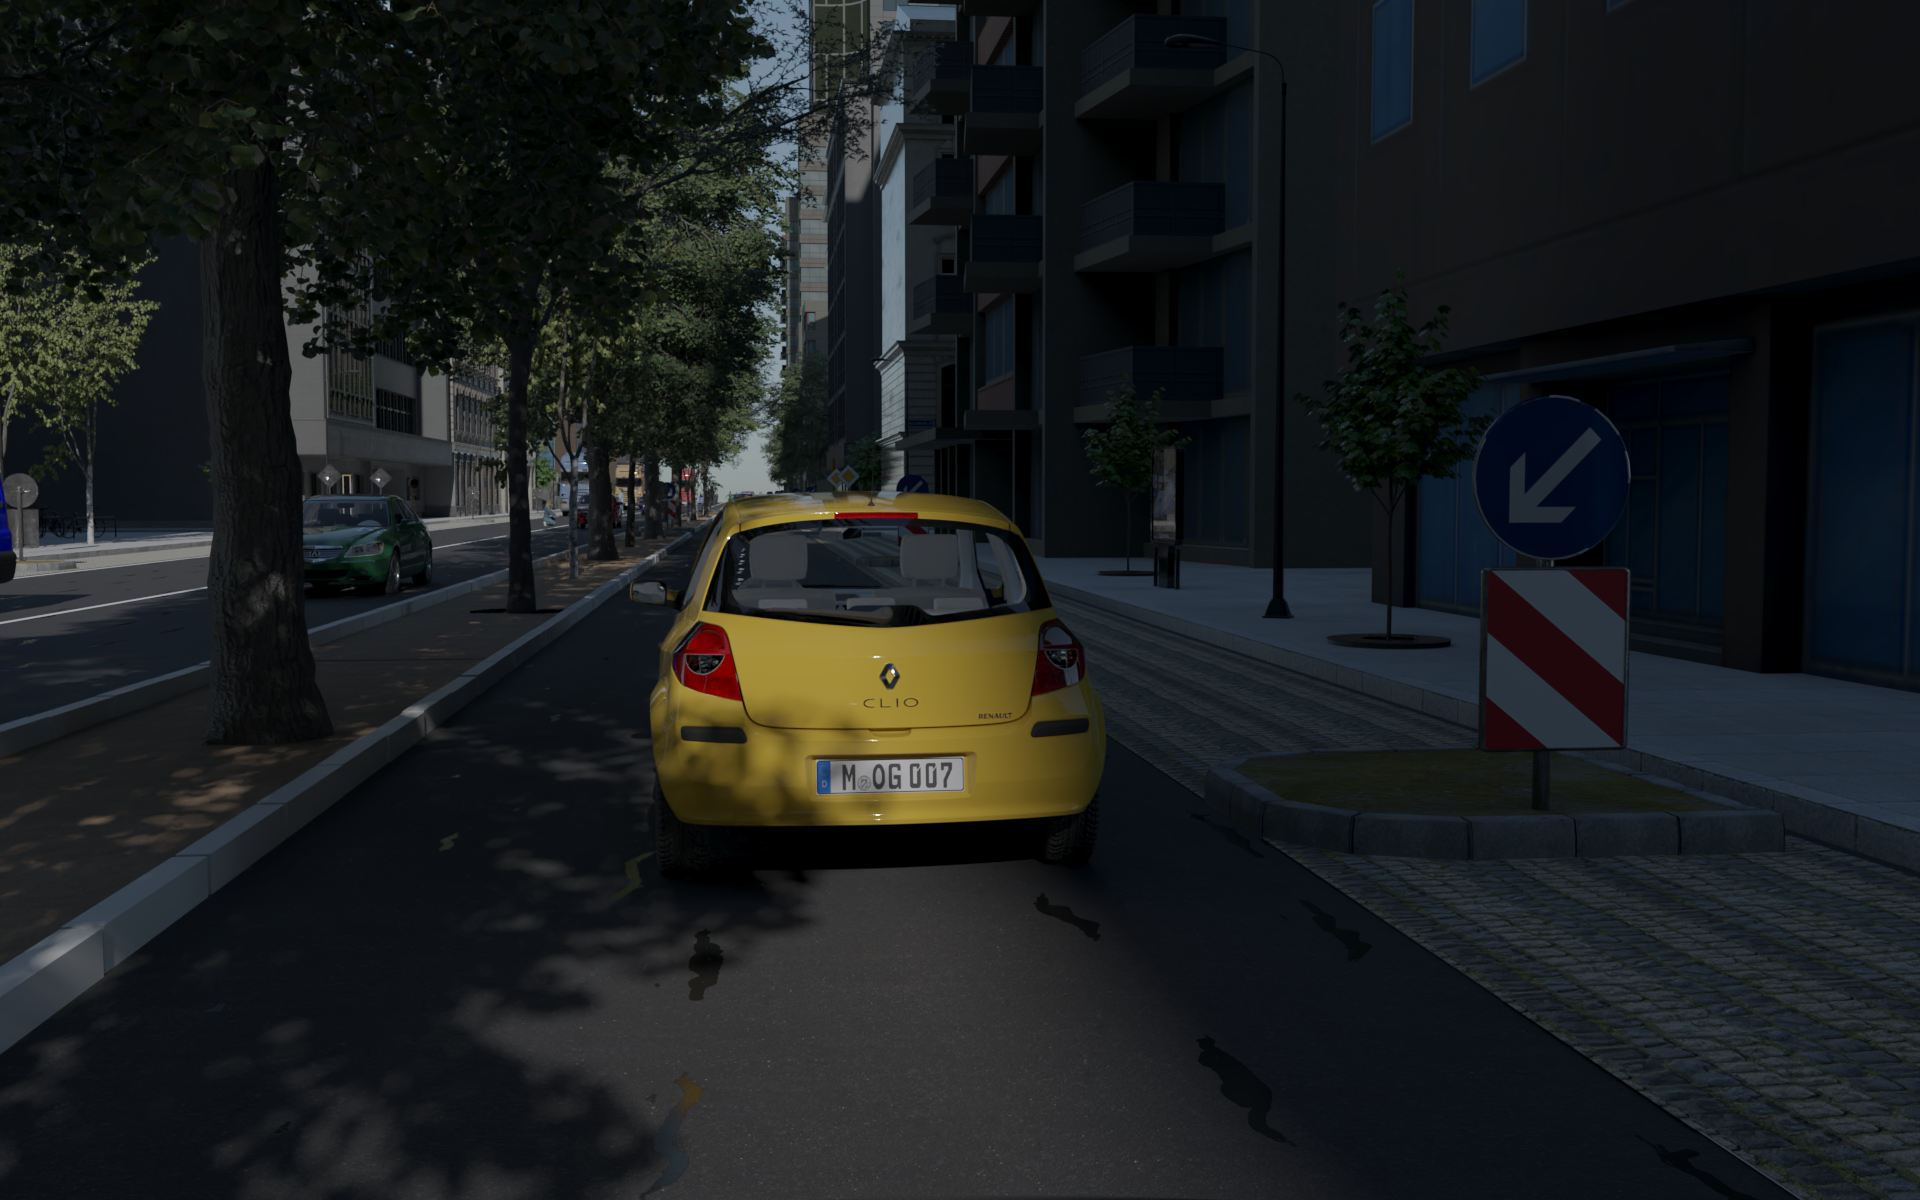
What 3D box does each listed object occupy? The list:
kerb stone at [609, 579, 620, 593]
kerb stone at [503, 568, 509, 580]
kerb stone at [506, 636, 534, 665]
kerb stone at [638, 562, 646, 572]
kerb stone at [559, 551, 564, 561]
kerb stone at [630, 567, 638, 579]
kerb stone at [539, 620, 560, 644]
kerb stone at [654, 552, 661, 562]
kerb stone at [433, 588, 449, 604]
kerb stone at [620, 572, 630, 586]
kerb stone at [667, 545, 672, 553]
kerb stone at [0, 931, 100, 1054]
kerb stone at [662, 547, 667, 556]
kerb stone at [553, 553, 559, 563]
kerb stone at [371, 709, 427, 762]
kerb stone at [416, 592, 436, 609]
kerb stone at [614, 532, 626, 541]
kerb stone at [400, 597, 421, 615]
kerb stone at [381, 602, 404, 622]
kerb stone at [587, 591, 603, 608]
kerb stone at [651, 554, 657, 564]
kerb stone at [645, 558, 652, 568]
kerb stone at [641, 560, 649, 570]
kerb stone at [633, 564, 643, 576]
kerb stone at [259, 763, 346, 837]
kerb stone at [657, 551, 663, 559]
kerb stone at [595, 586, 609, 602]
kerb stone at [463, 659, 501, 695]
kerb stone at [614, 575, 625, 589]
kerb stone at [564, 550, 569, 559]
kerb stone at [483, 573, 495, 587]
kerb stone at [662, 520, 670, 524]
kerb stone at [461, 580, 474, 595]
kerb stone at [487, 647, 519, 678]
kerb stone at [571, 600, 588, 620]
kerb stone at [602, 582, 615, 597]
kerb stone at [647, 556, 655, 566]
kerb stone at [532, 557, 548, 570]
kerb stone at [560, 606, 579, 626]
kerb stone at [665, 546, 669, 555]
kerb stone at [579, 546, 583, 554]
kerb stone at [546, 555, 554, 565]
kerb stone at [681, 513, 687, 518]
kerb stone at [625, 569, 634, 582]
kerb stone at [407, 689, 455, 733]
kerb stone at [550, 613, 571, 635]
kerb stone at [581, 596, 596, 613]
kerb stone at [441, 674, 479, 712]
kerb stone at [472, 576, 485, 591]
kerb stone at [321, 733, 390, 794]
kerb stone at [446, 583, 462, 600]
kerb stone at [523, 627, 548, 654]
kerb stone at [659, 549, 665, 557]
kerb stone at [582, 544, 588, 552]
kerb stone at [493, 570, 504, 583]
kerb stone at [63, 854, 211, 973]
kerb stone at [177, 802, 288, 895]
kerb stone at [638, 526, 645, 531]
[{"bbox_3d":[-5.040,-0.172,25.014,0.120,0.150,1.000,0,4,-7],"label":"kerb stone"},{"bbox_3d":[-7.614,-0.404,28.807,0.120,0.150,1.000,0,4,-7],"label":"kerb stone"},{"bbox_3d":[-3.794,0.450,14.833,0.120,0.150,1.000,0,4,-7],"label":"kerb stone"},{"bbox_3d":[-5.784,-0.546,31.130,0.120,0.150,1.000,0,4,-7],"label":"kerb stone"},{"bbox_3d":[-8.611,-0.903,36.966,0.120,0.150,1.000,0,4,-7],"label":"kerb stone"},{"bbox_3d":[-5.543,-0.421,29.100,0.120,0.150,1.000,0,4,-7],"label":"kerb stone"},{"bbox_3d":[-4.035,0.328,16.873,0.120,0.150,1.000,0,4,-7],"label":"kerb stone"},{"bbox_3d":[-6.402,-0.857,36.215,0.120,0.150,1.000,0,4,-7],"label":"kerb stone"},{"bbox_3d":[-6.872,-0.027,22.694,0.120,0.150,1.000,0,4,-7],"label":"kerb stone"},{"bbox_3d":[-5.289,-0.297,27.059,0.120,0.150,1.000,0,4,-7],"label":"kerb stone"},{"bbox_3d":[-7.022,-1.169,41.313,0.120,0.150,1.000,0,4,-7],"label":"kerb stone"},{"bbox_3d":[-2.541,1.078,4.635,0.120,0.150,1.000,0,4,-7],"label":"kerb stone"},{"bbox_3d":[-6.779,-1.044,39.264,0.120,0.150,1.000,0,4,-7],"label":"kerb stone"},{"bbox_3d":[-8.482,-0.841,35.947,0.120,0.150,1.000,0,4,-7],"label":"kerb stone"},{"bbox_3d":[-3.164,0.767,9.733,0.120,0.150,1.000,0,4,-7],"label":"kerb stone"},{"bbox_3d":[-6.749,0.032,21.679,0.120,0.150,1.000,0,4,-7],"label":"kerb stone"},{"bbox_3d":[-10.855,-2.021,55.293,0.120,0.150,1.000,0,4,-7],"label":"kerb stone"},{"bbox_3d":[-6.618,0.094,20.664,0.120,0.150,1.000,0,4,-7],"label":"kerb stone"},{"bbox_3d":[-6.496,0.156,19.646,0.120,0.150,1.000,0,4,-7],"label":"kerb stone"},{"bbox_3d":[-4.660,0.015,21.951,0.120,0.150,1.000,0,4,-7],"label":"kerb stone"},{"bbox_3d":[-6.288,-0.795,35.200,0.120,0.150,1.000,0,4,-7],"label":"kerb stone"},{"bbox_3d":[-6.038,-0.671,33.170,0.120,0.150,1.000,0,4,-7],"label":"kerb stone"},{"bbox_3d":[-5.912,-0.608,32.152,0.120,0.150,1.000,0,4,-7],"label":"kerb stone"},{"bbox_3d":[-5.656,-0.483,30.116,0.120,0.150,1.000,0,4,-7],"label":"kerb stone"},{"bbox_3d":[-2.921,0.887,7.701,0.120,0.150,1.000,0,4,-7],"label":"kerb stone"},{"bbox_3d":[-6.526,-0.915,37.230,0.120,0.150,1.000,0,4,-7],"label":"kerb stone"},{"bbox_3d":[-4.791,-0.047,22.965,0.120,0.150,1.000,0,4,-7],"label":"kerb stone"},{"bbox_3d":[-3.539,0.575,12.787,0.120,0.150,1.000,0,4,-7],"label":"kerb stone"},{"bbox_3d":[-5.165,-0.235,26.038,0.120,0.150,1.000,0,4,-7],"label":"kerb stone"},{"bbox_3d":[-8.734,-0.961,37.981,0.120,0.150,1.000,0,4,-7],"label":"kerb stone"},{"bbox_3d":[-7.364,-0.278,26.767,0.120,0.150,1.000,0,4,-7],"label":"kerb stone"},{"bbox_3d":[-14.655,-3.920,86.377,0.120,0.150,1.000,0,4,-7],"label":"kerb stone"},{"bbox_3d":[-7.122,-0.155,24.723,0.120,0.150,1.000,0,4,-7],"label":"kerb stone"},{"bbox_3d":[-3.669,0.513,13.813,0.120,0.150,1.000,0,4,-7],"label":"kerb stone"},{"bbox_3d":[-4.414,0.139,19.916,0.120,0.150,1.000,0,4,-7],"label":"kerb stone"},{"bbox_3d":[-4.921,-0.110,23.996,0.120,0.150,1.000,0,4,-7],"label":"kerb stone"},{"bbox_3d":[-6.154,-0.727,34.186,0.120,0.150,1.000,0,4,-7],"label":"kerb stone"},{"bbox_3d":[-8.235,-0.713,33.900,0.120,0.150,1.000,0,4,-7],"label":"kerb stone"},{"bbox_3d":[-4.293,0.205,18.901,0.120,0.150,1.000,0,4,-7],"label":"kerb stone"},{"bbox_3d":[-6.906,-1.107,40.292,0.120,0.150,1.000,0,4,-7],"label":"kerb stone"},{"bbox_3d":[-9.114,-1.152,41.046,0.120,0.150,1.000,0,4,-7],"label":"kerb stone"},{"bbox_3d":[-8.363,-0.774,34.925,0.120,0.150,1.000,0,4,-7],"label":"kerb stone"},{"bbox_3d":[-17.638,-5.413,110.790,0.120,0.150,1.000,0,4,-7],"label":"kerb stone"},{"bbox_3d":[-5.419,-0.360,28.081,0.120,0.150,1.000,0,4,-7],"label":"kerb stone"},{"bbox_3d":[-3.296,0.701,10.747,0.120,0.150,1.000,0,4,-7],"label":"kerb stone"},{"bbox_3d":[-4.158,0.266,17.888,0.120,0.150,1.000,0,4,-7],"label":"kerb stone"},{"bbox_3d":[-4.538,0.083,20.936,0.120,0.150,1.000,0,4,-7],"label":"kerb stone"},{"bbox_3d":[-3.421,0.649,11.763,0.120,0.150,1.000,0,4,-7],"label":"kerb stone"},{"bbox_3d":[-7.241,-0.216,25.752,0.120,0.150,1.000,0,4,-7],"label":"kerb stone"},{"bbox_3d":[-3.049,0.825,8.717,0.120,0.150,1.000,0,4,-7],"label":"kerb stone"},{"bbox_3d":[-6.991,-0.093,23.709,0.120,0.150,1.000,0,4,-7],"label":"kerb stone"},{"bbox_3d":[-3.917,0.388,15.848,0.120,0.150,1.000,0,4,-7],"label":"kerb stone"},{"bbox_3d":[-6.654,-0.979,38.245,0.120,0.150,1.000,0,4,-7],"label":"kerb stone"},{"bbox_3d":[-9.360,-1.277,43.076,0.120,0.150,1.000,0,4,-7],"label":"kerb stone"},{"bbox_3d":[-7.482,-0.342,27.787,0.120,0.150,1.000,0,4,-7],"label":"kerb stone"},{"bbox_3d":[-2.673,1.016,5.655,0.120,0.150,1.000,0,4,-7],"label":"kerb stone"},{"bbox_3d":[-2.797,0.952,6.678,0.120,0.150,1.000,0,4,-7],"label":"kerb stone"},{"bbox_3d":[-12.286,-2.733,67.020,0.120,0.150,1.000,0,4,-7],"label":"kerb stone"}]
